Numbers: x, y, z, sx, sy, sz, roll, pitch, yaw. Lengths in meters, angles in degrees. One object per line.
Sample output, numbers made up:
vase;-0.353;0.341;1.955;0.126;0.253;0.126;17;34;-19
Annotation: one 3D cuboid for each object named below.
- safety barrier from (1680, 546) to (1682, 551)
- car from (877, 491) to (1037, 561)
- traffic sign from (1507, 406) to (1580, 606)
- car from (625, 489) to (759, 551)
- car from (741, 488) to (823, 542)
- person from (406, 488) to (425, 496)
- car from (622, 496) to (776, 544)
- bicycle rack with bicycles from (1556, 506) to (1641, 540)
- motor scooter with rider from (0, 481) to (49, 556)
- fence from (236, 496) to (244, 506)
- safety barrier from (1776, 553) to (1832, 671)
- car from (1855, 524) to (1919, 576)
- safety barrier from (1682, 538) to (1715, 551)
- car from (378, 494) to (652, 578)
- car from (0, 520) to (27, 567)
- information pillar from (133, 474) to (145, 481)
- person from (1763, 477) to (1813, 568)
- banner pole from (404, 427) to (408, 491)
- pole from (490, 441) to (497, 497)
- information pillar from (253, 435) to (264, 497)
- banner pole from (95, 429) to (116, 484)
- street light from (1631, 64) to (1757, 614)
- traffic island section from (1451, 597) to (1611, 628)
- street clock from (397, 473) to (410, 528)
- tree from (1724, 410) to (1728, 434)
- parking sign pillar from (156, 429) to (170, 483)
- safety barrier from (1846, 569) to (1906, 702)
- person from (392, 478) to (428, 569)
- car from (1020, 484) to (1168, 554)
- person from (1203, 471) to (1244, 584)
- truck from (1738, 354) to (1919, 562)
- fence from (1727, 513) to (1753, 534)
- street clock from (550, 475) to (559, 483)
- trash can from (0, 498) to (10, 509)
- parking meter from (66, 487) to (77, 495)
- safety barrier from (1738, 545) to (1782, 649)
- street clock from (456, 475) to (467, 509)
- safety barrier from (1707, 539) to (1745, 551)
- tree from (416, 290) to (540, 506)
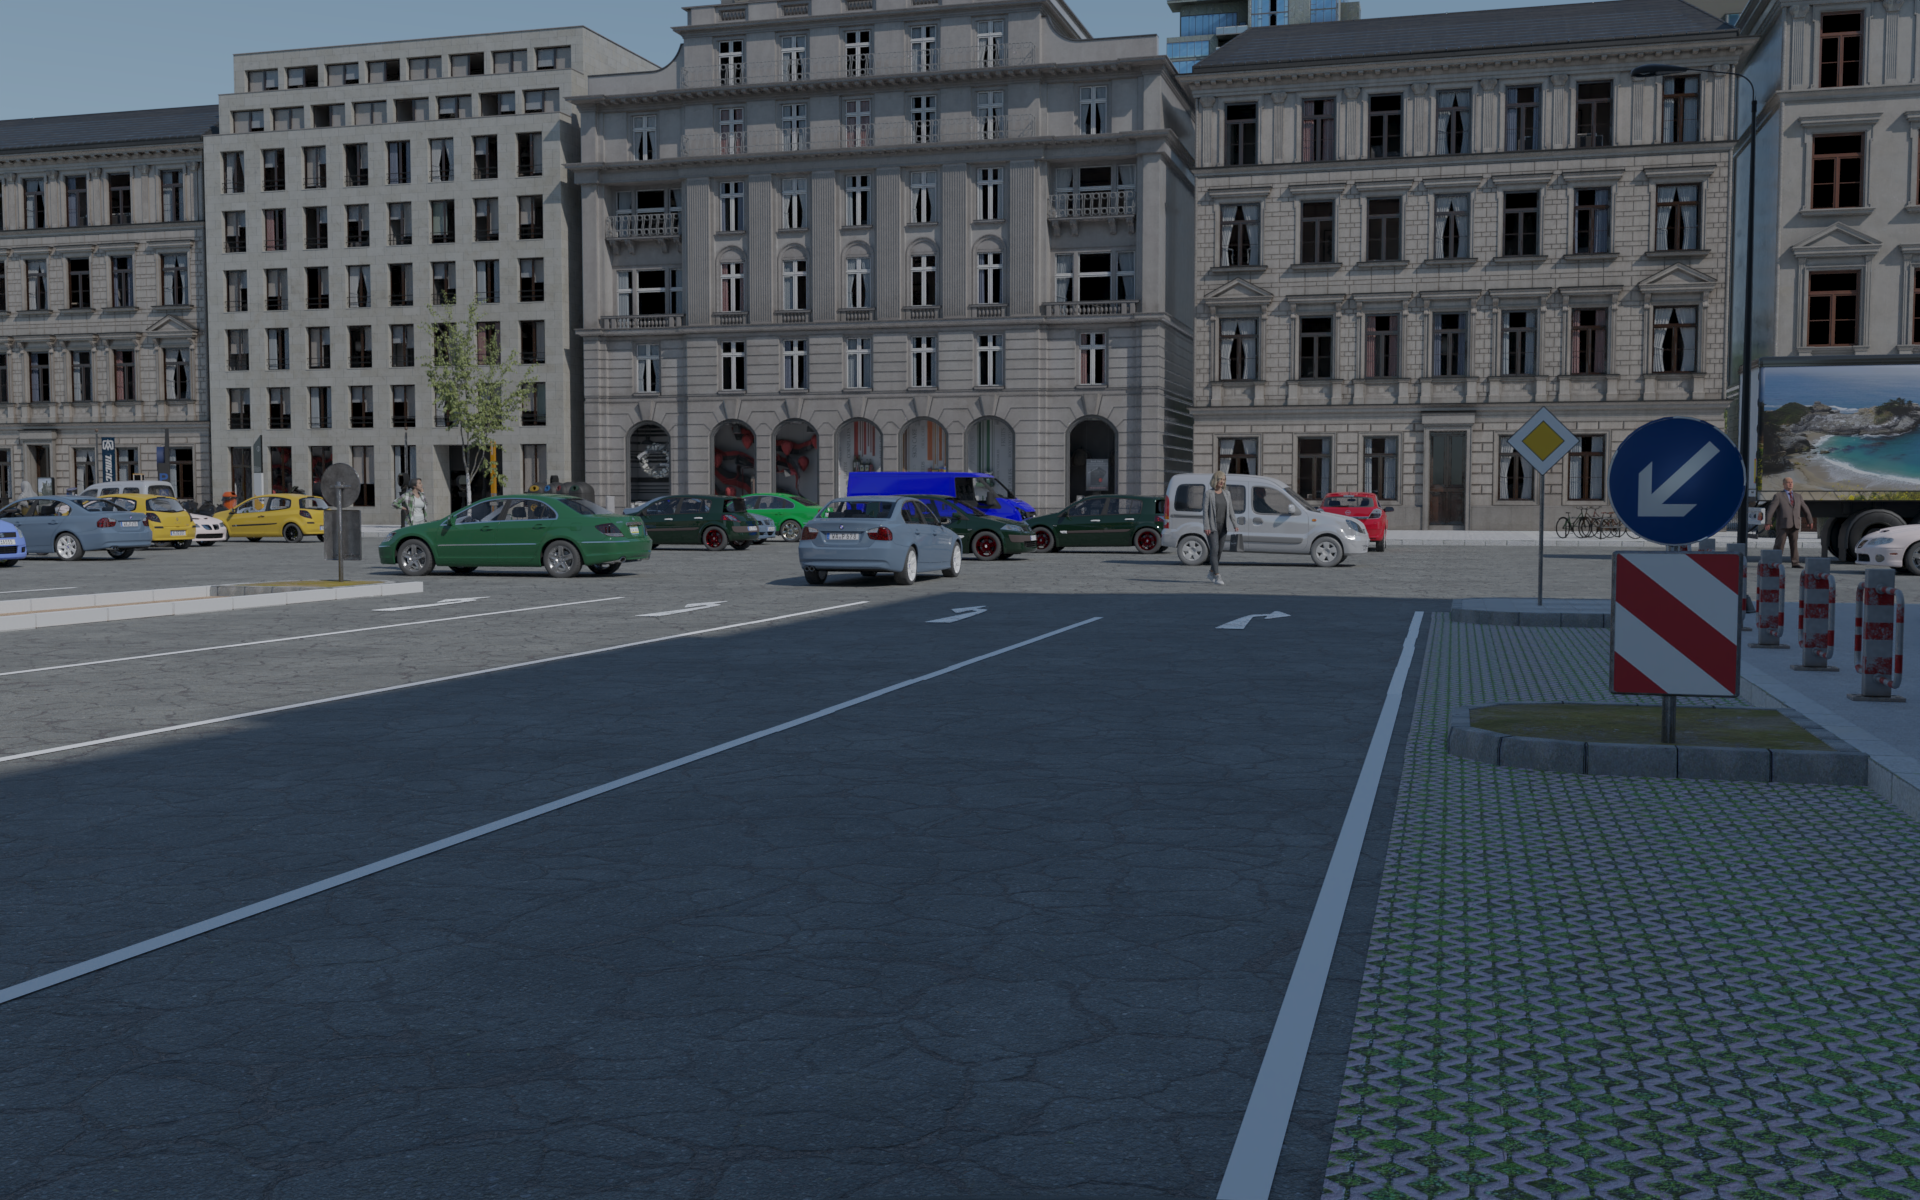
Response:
safety barrier;8.341;-0.349;19.977;0.300;0.817;1.120;1;4;16
car;-0.410;-1.728;38.044;4.222;1.686;2.009;1;4;15
traffic sign;6.672;-0.993;19.873;0.795;2.450;0.064;1;4;16
car;-7.209;-2.121;44.460;4.222;1.686;2.009;1;4;17
car;-6.084;-2.665;52.369;4.718;1.807;1.959;1;4;15
person;-13.913;-2.175;44.248;0.473;1.802;0.592;-1;4;-20
car;-7.473;-2.296;49.544;4.499;1.417;2.014;1;4;16
bicycle rack with bicycles;18.552;-2.238;49.972;2.925;0.926;2.852;-1;4;-11
motor scooter with rider;-21.998;-1.931;40.537;1.986;1.779;0.876;1;4;17
fence;-29.258;-3.597;70.014;0.480;1.192;2.264;0;4;-6
safety barrier;6.227;0.103;12.597;0.300;0.817;1.120;1;4;16
car;18.514;-1.115;30.597;4.827;1.381;2.083;1;4;17
safety barrier;7.813;-0.236;18.134;0.300;0.817;1.120;1;4;16
car;-7.911;-1.155;30.676;4.920;1.459;2.131;1;4;14
car;-20.130;-1.481;33.813;3.694;1.707;1.945;1;4;16
information pillar;-29.791;-3.572;62.890;0.304;2.012;0.304;0;4;-6
person;15.992;-1.488;33.381;0.990;1.755;0.434;0;4;0
banner pole;-20.753;-4.581;64.921;0.401;3.779;0.863;-2;4;-23
pole;-18.057;-4.478;67.056;0.158;3.312;0.155;0;3;0
information pillar;-27.672;-4.710;68.358;0.504;3.616;0.183;2;4;32
banner pole;-32.918;-4.687;66.646;0.863;3.779;0.401;-2;4;-33
street light;7.941;-2.826;18.750;1.470;5.913;1.316;1;4;16
traffic island section;6.697;0.143;19.944;2.009;0.180;2.903;1;4;16
street clock;-19.128;-3.365;59.580;0.471;2.002;0.358;3;5;45
tree;38.013;-8.463;88.730;4.737;8.622;4.395;0;3;0
parking sign pillar;-32.492;-5.030;70.710;1.447;3.967;1.447;-1;4;-23
safety barrier;5.701;0.215;10.754;0.300;0.817;1.120;1;4;16
person;-10.295;-1.433;32.652;0.376;1.734;0.841;2;4;34
car;3.351;-1.988;42.291;4.222;1.686;2.009;1;4;16
person;4.180;-1.164;27.711;0.709;1.800;0.728;-1;4;-18
truck;22.005;-2.825;35.096;11.283;4.237;2.839;1;4;15
fence;24.284;-2.418;54.908;0.278;0.683;2.069;-2;4;-28
street clock;-15.551;-3.785;66.459;0.358;2.002;0.471;-2;4;-28
trash can;-37.761;-3.457;68.172;0.748;1.137;0.748;0;3;0
parking meter;-33.620;-3.498;65.598;0.372;1.533;0.369;0;3;0
safety barrier;6.754;-0.010;14.441;0.300;0.817;1.120;1;4;16
street clock;-19.102;-3.795;66.610;0.471;2.002;0.358;-3;5;-43
safety barrier;7.287;-0.123;16.290;0.300;0.817;1.120;1;4;16
tree;-17.737;-6.891;63.038;4.737;8.622;4.395;0;3;0
